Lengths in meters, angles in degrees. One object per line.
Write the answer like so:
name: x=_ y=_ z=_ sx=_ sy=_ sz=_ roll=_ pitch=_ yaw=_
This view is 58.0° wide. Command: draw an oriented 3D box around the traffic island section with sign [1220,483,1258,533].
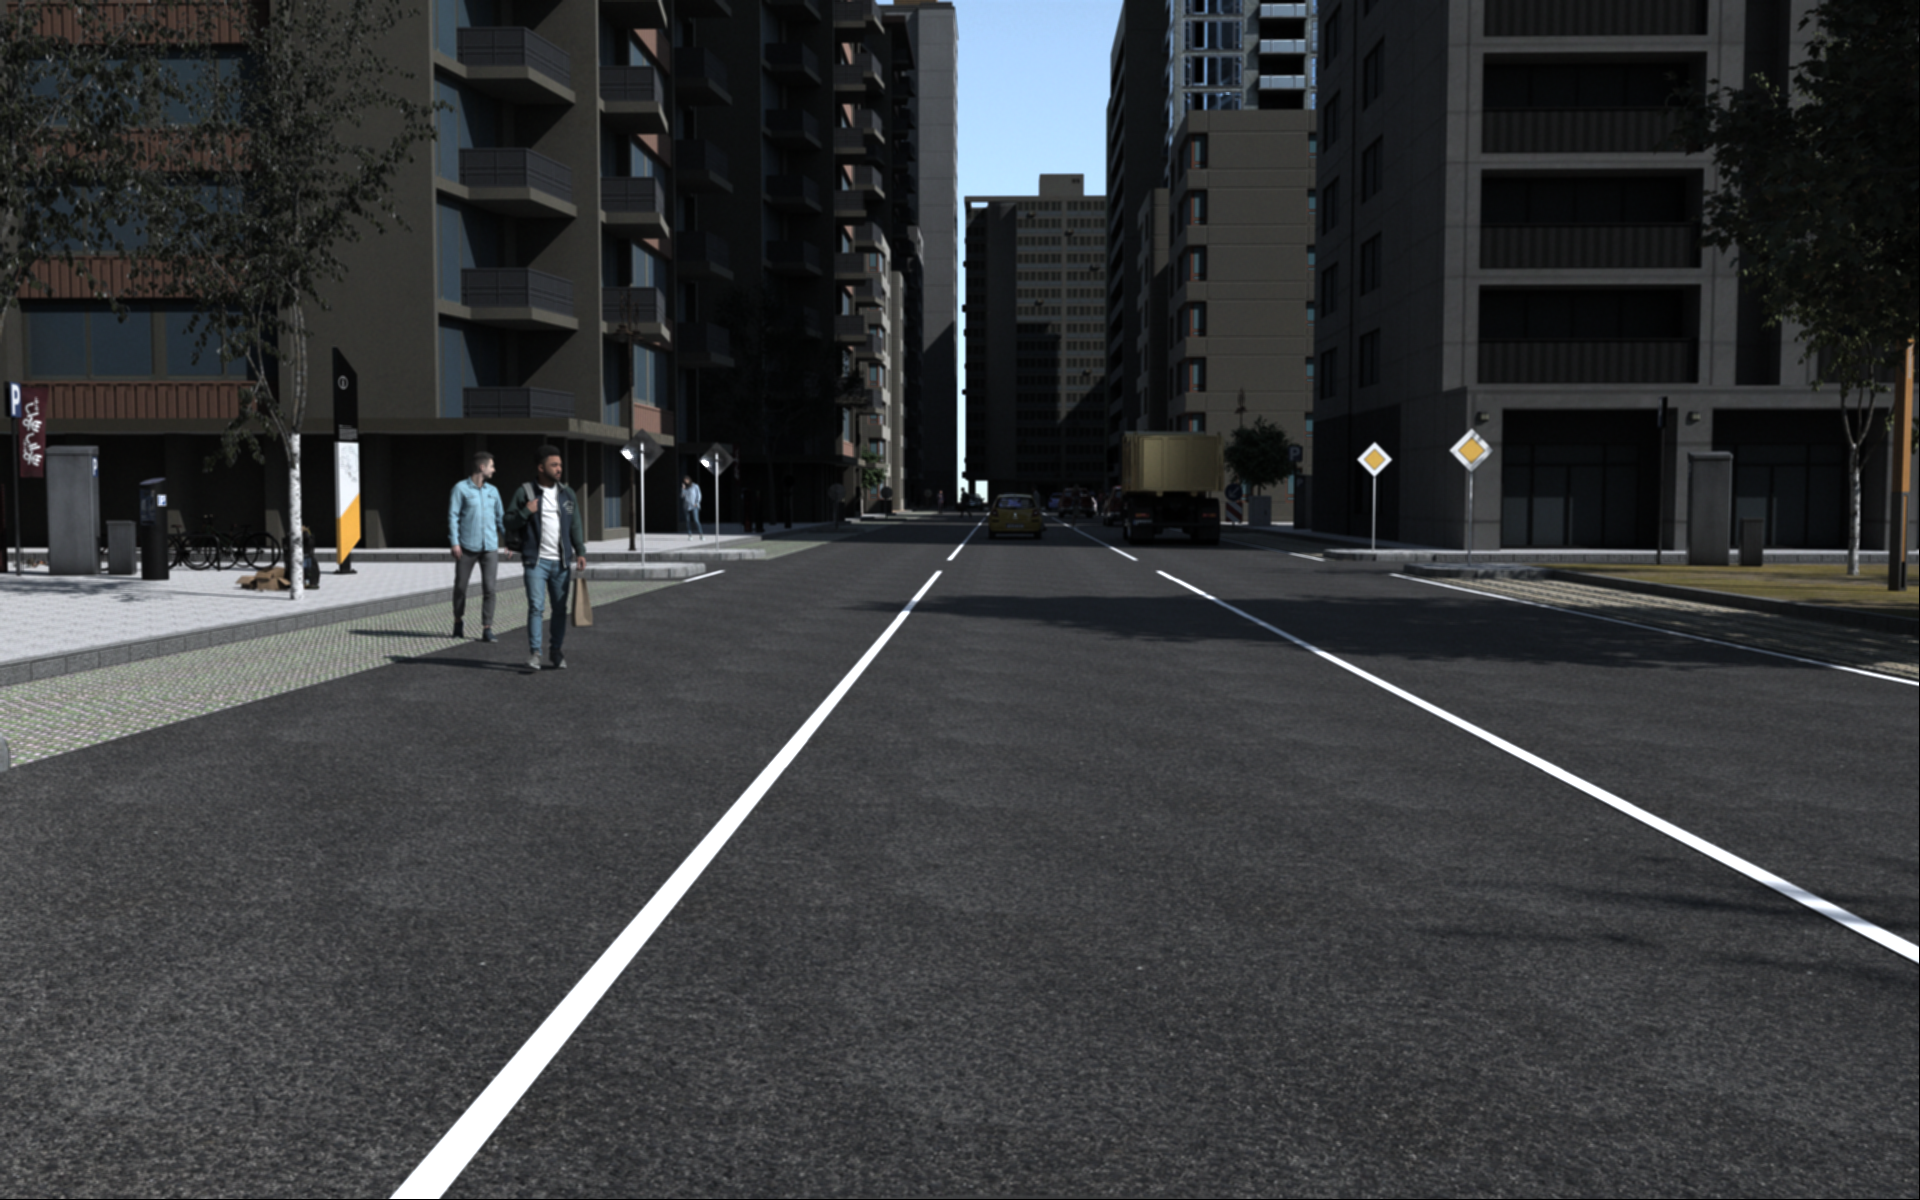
traffic island section with sign: x=9.916 y=-3.388 z=64.020 sx=1.989 sy=1.847 sz=2.006 roll=0 pitch=4 yaw=1

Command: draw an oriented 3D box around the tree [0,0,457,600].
tree: x=-8.293 y=-4.305 z=20.752 sx=4.360 sy=8.622 sz=3.978 roll=0 pitch=3 yaw=0

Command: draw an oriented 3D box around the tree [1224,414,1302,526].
tree: x=12.295 y=-5.350 z=71.182 sx=4.285 sy=4.588 sz=4.351 roll=0 pitch=3 yaw=0

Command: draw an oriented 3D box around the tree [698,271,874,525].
tree: x=-7.716 y=-8.397 z=71.696 sx=8.767 sy=10.594 sz=7.601 roll=0 pitch=4 yaw=0

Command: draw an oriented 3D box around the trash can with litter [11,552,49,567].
trash can with litter: x=-16.529 y=-1.232 z=31.198 sx=1.678 sy=1.210 sz=2.233 roll=0 pitch=4 yaw=-4

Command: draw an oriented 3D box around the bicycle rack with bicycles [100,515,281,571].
bicycle rack with bicycles: x=-12.974 y=-0.996 z=29.666 sx=2.925 sy=0.926 sz=2.852 roll=1 pitch=4 yaw=8

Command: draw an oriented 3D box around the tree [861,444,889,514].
tree: x=-6.255 y=-7.862 z=112.259 sx=4.285 sy=4.588 sz=4.351 roll=0 pitch=3 yaw=0

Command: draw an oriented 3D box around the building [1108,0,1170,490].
building: x=25.402 y=-32.998 z=163.218 sx=21.300 sy=48.544 sz=21.600 roll=0 pitch=4 yaw=1

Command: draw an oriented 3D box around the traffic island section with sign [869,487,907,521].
traffic island section with sign: x=-3.809 y=-5.033 z=90.915 sx=1.989 sy=1.847 sz=2.006 roll=0 pitch=4 yaw=1

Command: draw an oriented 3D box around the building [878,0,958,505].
building: x=-14.400 y=-40.710 z=207.599 sx=28.212 sy=58.520 sz=21.231 roll=0 pitch=4 yaw=1

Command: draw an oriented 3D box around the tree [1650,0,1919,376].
tree: x=11.421 y=-5.996 z=15.050 sx=9.611 sy=12.733 sz=9.660 roll=0 pitch=3 yaw=0

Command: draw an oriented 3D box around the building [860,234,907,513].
building: x=-18.599 y=-17.387 z=129.319 sx=27.650 sy=21.520 sz=28.899 roll=0 pitch=4 yaw=1

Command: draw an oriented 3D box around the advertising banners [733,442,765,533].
advertising banners: x=-7.086 y=-3.778 z=57.960 sx=0.090 sy=3.025 sz=2.074 roll=-3 pitch=4 yaw=-36

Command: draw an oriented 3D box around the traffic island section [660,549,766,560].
traffic island section: x=-5.494 y=-1.019 z=38.945 sx=2.009 sy=0.180 sz=2.903 roll=0 pitch=4 yaw=1

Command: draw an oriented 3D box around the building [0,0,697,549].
building: x=-19.152 y=-24.340 z=52.590 sx=22.147 sy=44.769 sz=28.867 roll=0 pitch=4 yaw=1

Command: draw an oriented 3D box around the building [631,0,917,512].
building: x=-15.395 y=-30.765 z=157.624 sx=22.147 sy=44.769 sz=28.867 roll=0 pitch=4 yaw=1

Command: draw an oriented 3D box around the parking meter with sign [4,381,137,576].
parking meter with sign: x=-13.956 y=-1.895 z=27.248 sx=1.738 sy=3.016 sz=0.543 roll=-1 pitch=4 yaw=-12

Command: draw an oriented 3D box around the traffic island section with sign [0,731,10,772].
traffic island section with sign: x=-5.954 y=0.005 z=8.546 sx=1.989 sy=1.847 sz=2.006 roll=0 pitch=4 yaw=1

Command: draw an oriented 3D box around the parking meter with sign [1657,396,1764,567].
parking meter with sign: x=13.394 y=-2.119 z=30.912 sx=1.738 sy=3.016 sz=0.543 roll=1 pitch=4 yaw=14

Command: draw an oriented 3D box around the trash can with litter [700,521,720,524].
trash can with litter: x=-11.289 y=-3.889 z=74.648 sx=2.233 sy=1.210 sz=1.678 roll=3 pitch=5 yaw=40

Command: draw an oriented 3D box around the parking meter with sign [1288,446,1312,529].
parking meter with sign: x=12.661 y=-4.124 z=63.687 sx=0.543 sy=3.016 sz=1.738 roll=2 pitch=4 yaw=35

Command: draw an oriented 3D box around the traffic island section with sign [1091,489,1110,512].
traffic island section with sign: x=11.889 y=-8.052 z=140.279 sx=1.989 sy=1.847 sz=2.006 roll=0 pitch=4 yaw=1

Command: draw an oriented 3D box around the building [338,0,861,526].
building: x=-15.462 y=-26.586 z=89.305 sx=22.147 sy=44.769 sz=28.867 roll=0 pitch=4 yaw=1

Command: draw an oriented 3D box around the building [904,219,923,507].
building: x=-10.948 y=-25.188 z=183.517 sx=14.107 sy=30.474 sz=14.160 roll=0 pitch=4 yaw=1

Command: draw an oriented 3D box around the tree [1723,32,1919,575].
tree: x=14.009 y=-4.682 z=26.913 sx=4.737 sy=8.622 sz=4.395 roll=0 pitch=3 yaw=0

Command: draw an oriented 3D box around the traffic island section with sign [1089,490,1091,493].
traffic island section with sign: x=12.604 y=-9.735 z=167.795 sx=1.989 sy=1.847 sz=2.006 roll=0 pitch=4 yaw=1

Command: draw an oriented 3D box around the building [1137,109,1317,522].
building: x=24.409 y=-15.125 z=92.335 sx=27.650 sy=21.520 sz=28.899 roll=0 pitch=4 yaw=1

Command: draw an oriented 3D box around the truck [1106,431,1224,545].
truck: x=6.236 y=-3.445 z=52.249 sx=3.469 sy=3.379 sz=9.791 roll=0 pitch=4 yaw=3

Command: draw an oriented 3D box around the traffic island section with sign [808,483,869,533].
traffic island section with sign: x=-4.513 y=-3.385 z=63.969 sx=1.989 sy=1.847 sz=2.006 roll=0 pitch=4 yaw=1

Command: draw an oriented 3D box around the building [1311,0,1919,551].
building: x=22.007 y=-37.234 z=47.030 sx=20.611 sy=71.187 sz=20.563 roll=0 pitch=4 yaw=1

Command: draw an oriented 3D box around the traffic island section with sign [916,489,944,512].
traffic island section with sign: x=-2.528 y=-8.076 z=140.662 sx=1.989 sy=1.847 sz=2.006 roll=0 pitch=4 yaw=1

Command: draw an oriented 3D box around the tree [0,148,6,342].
tree: x=-8.394 y=-3.947 z=14.900 sx=4.360 sy=8.622 sz=3.978 roll=0 pitch=3 yaw=0

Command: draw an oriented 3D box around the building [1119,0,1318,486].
building: x=24.816 y=-50.314 z=135.305 sx=22.319 sy=86.520 sz=31.000 roll=0 pitch=4 yaw=1

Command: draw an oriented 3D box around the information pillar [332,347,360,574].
information pillar: x=-9.847 y=-2.228 z=27.786 sx=0.183 sy=3.616 sz=0.504 roll=1 pitch=4 yaw=21

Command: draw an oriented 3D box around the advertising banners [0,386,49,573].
advertising banners: x=-15.826 y=-1.957 z=28.183 sx=2.074 sy=3.025 sz=0.090 roll=0 pitch=4 yaw=-1

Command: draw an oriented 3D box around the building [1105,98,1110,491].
building: x=22.221 y=-30.483 z=181.998 sx=14.154 sy=41.232 sz=14.086 roll=0 pitch=4 yaw=1

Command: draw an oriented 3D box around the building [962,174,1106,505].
building: x=12.361 y=-31.865 z=212.879 sx=23.993 sy=40.220 sz=32.217 roll=0 pitch=4 yaw=1

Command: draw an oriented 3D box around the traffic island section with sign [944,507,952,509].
traffic island section with sign: x=-1.826 y=-9.724 z=167.608 sx=1.989 sy=1.847 sz=2.006 roll=0 pitch=4 yaw=1
